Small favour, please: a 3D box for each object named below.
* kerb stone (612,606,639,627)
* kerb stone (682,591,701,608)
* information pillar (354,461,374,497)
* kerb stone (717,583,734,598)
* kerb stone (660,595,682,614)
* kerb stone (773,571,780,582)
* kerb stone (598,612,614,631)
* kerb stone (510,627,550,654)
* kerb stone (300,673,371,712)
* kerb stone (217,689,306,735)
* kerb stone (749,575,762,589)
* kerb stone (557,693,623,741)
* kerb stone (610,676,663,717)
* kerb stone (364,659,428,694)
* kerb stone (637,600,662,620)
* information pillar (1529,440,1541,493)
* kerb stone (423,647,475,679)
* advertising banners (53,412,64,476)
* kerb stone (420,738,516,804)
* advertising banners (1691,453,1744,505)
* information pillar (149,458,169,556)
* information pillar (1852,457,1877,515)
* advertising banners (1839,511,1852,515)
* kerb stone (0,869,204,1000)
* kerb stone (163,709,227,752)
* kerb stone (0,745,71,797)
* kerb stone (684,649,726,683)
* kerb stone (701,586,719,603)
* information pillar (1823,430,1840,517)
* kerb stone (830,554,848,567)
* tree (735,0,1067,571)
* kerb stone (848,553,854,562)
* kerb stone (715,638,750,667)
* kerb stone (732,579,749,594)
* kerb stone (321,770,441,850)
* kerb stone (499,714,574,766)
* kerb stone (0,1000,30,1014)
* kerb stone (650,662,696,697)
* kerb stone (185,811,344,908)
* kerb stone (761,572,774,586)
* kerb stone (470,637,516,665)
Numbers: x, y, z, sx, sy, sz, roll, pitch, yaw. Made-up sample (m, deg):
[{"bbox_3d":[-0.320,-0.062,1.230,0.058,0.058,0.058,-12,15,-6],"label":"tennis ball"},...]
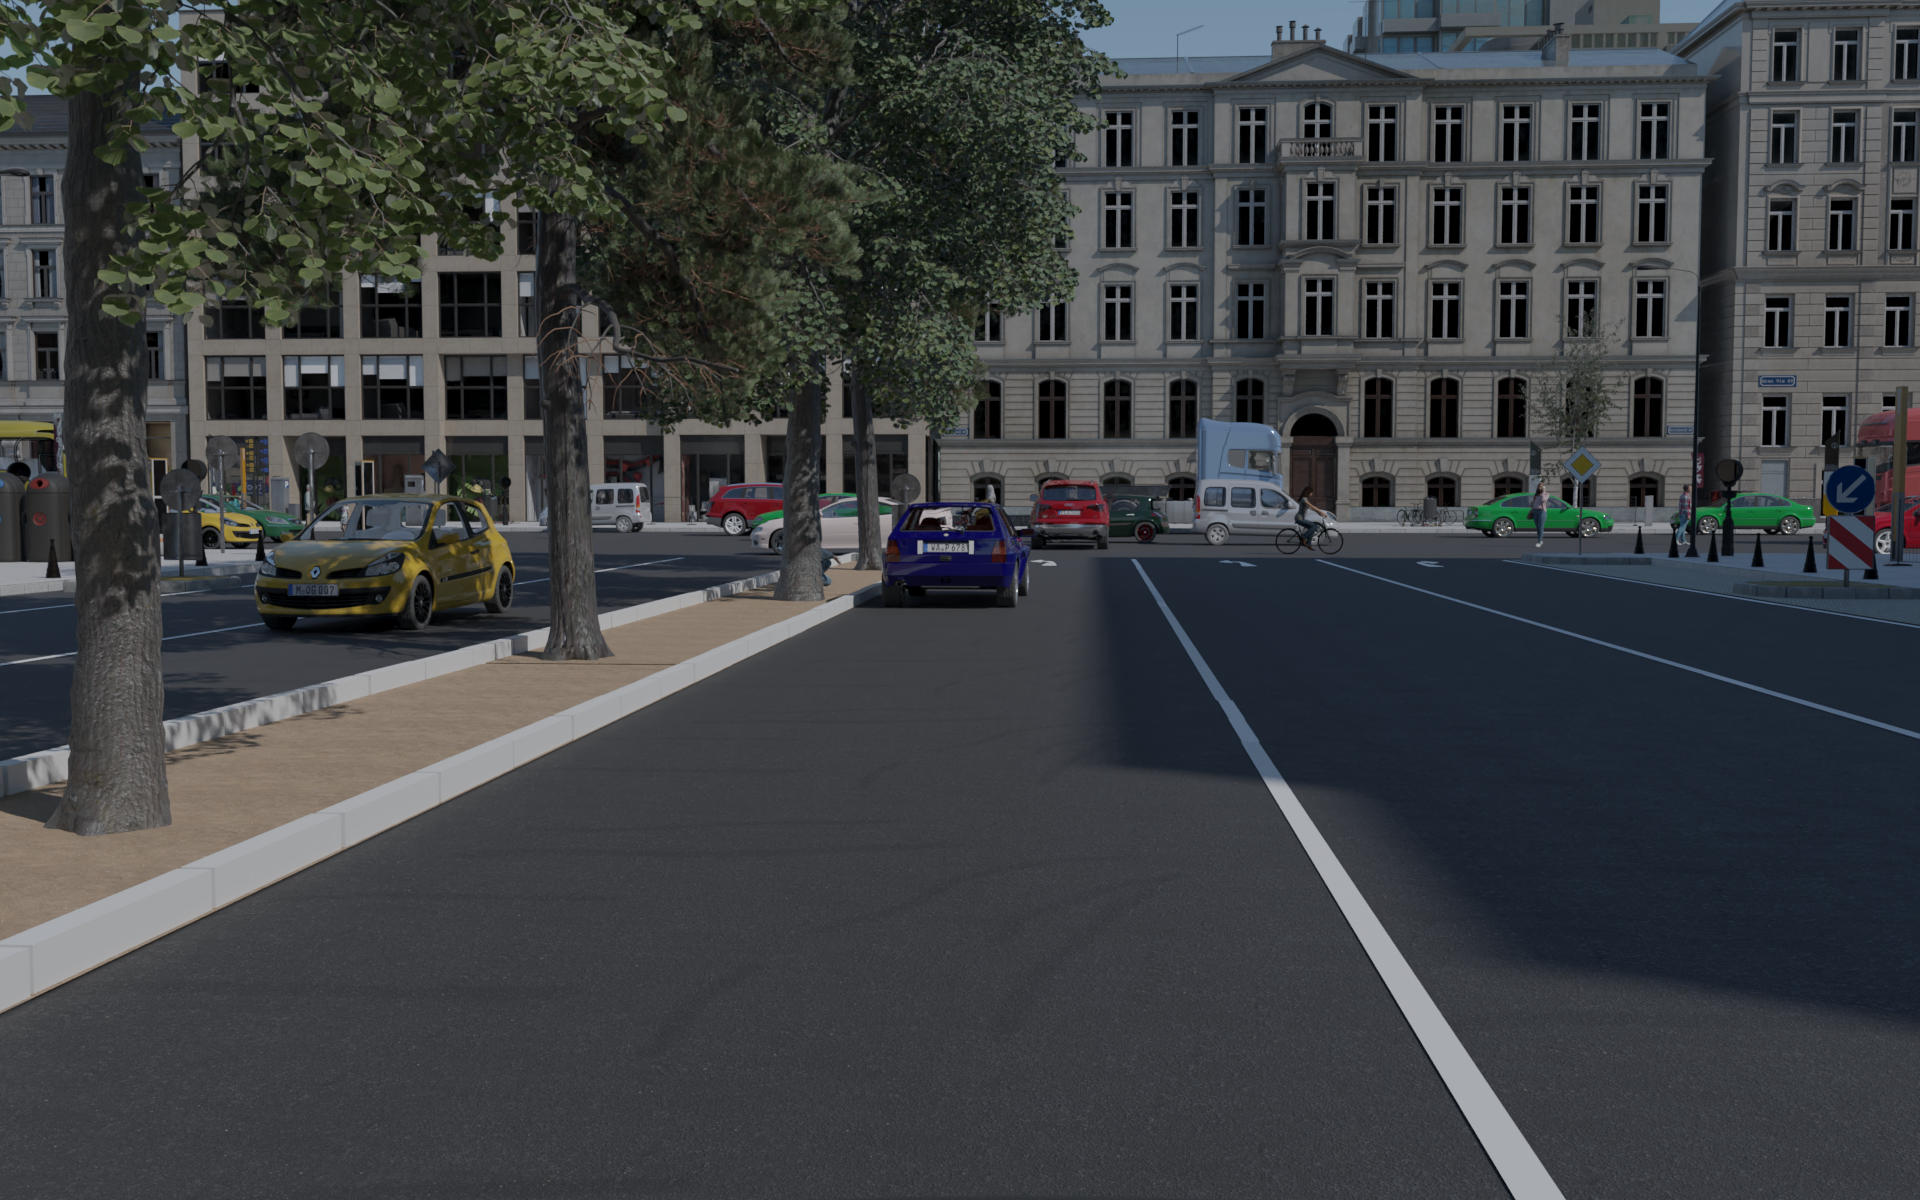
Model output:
[{"bbox_3d":[-3.726,0.199,18.947,0.120,0.150,1.000,0,4,4],"label":"kerb stone"},{"bbox_3d":[-3.493,0.010,22.026,0.120,0.150,1.000,0,4,4],"label":"kerb stone"},{"bbox_3d":[-13.138,-2.064,38.237,0.304,2.012,0.304,3,4,37],"label":"information pillar"},{"bbox_3d":[-3.342,-0.115,24.072,0.120,0.150,1.000,0,4,4],"label":"kerb stone"},{"bbox_3d":[-3.575,0.073,21.003,0.120,0.150,1.000,0,4,4],"label":"kerb stone"},{"bbox_3d":[-3.028,-0.365,28.167,0.120,0.150,1.000,0,4,4],"label":"kerb stone"},{"bbox_3d":[-3.809,0.262,17.919,0.120,0.150,1.000,0,4,4],"label":"kerb stone"},{"bbox_3d":[-3.970,0.388,15.858,0.120,0.150,1.000,0,4,4],"label":"kerb stone"},{"bbox_3d":[-4.282,0.641,11.756,0.120,0.150,1.000,0,4,4],"label":"kerb stone"},{"bbox_3d":[-4.355,0.701,10.732,0.120,0.150,1.000,0,4,4],"label":"kerb stone"},{"bbox_3d":[-3.175,-0.233,26.117,0.120,0.150,1.000,0,4,4],"label":"kerb stone"},{"bbox_3d":[-2.261,0.712,10.552,0.120,0.150,1.000,0,4,4],"label":"kerb stone"},{"bbox_3d":[-2.185,0.654,11.575,0.120,0.150,1.000,0,4,4],"label":"kerb stone"},{"bbox_3d":[-4.200,0.575,12.786,0.120,0.150,1.000,0,4,4],"label":"kerb stone"},{"bbox_3d":[-3.649,0.136,19.977,0.120,0.150,1.000,0,4,4],"label":"kerb stone"},{"bbox_3d":[24.890,-5.115,74.990,0.504,3.616,0.183,3,5,41],"label":"information pillar"},{"bbox_3d":[-4.122,0.518,13.810,0.120,0.150,1.000,0,4,4],"label":"kerb stone"},{"bbox_3d":[-18.766,-2.472,36.612,0.090,3.025,2.074,-3,5,-45],"label":"advertising banners"},{"bbox_3d":[-2.420,0.838,8.503,0.120,0.150,1.000,0,4,4],"label":"kerb stone"},{"bbox_3d":[31.894,-4.698,73.001,2.074,3.025,0.090,2,4,24],"label":"advertising banners"},{"bbox_3d":[-16.484,-1.907,35.671,0.304,2.012,0.304,-2,4,-32],"label":"information pillar"},{"bbox_3d":[17.810,-1.814,34.153,0.304,2.012,0.304,-2,4,-33],"label":"information pillar"},{"bbox_3d":[34.227,-4.227,65.295,2.074,3.025,0.090,2,4,23],"label":"advertising banners"},{"bbox_3d":[-2.658,1.025,5.430,0.120,0.150,1.000,0,4,4],"label":"kerb stone"},{"bbox_3d":[-4.431,0.764,9.708,0.120,0.150,1.000,0,4,4],"label":"kerb stone"},{"bbox_3d":[-4.514,0.827,8.679,0.120,0.150,1.000,0,4,4],"label":"kerb stone"},{"bbox_3d":[-2.028,0.524,13.620,0.120,0.150,1.000,0,4,4],"label":"kerb stone"},{"bbox_3d":[-3.415,-0.046,23.049,0.120,0.150,1.000,0,4,4],"label":"kerb stone"},{"bbox_3d":[32.113,-4.431,63.805,0.504,3.616,0.183,3,4,38],"label":"information pillar"},{"bbox_3d":[-2.474,-0.804,35.338,0.120,0.150,1.000,0,4,4],"label":"kerb stone"},{"bbox_3d":[-1.861,-7.488,32.316,7.806,13.903,7.818,0,3,0],"label":"tree"},{"bbox_3d":[-2.399,-0.865,36.361,0.120,0.150,1.000,0,4,4],"label":"kerb stone"},{"bbox_3d":[-1.956,0.462,14.644,0.120,0.150,1.000,0,4,4],"label":"kerb stone"},{"bbox_3d":[-3.256,-0.176,25.094,0.120,0.150,1.000,0,4,4],"label":"kerb stone"},{"bbox_3d":[-2.497,0.900,7.475,0.120,0.150,1.000,0,4,4],"label":"kerb stone"},{"bbox_3d":[-2.346,0.778,9.529,0.120,0.150,1.000,0,4,4],"label":"kerb stone"},{"bbox_3d":[-2.730,1.088,4.407,0.120,0.150,1.000,0,4,4],"label":"kerb stone"},{"bbox_3d":[-2.110,0.590,12.598,0.120,0.150,1.000,0,4,4],"label":"kerb stone"},{"bbox_3d":[-2.581,0.963,6.453,0.120,0.150,1.000,0,4,4],"label":"kerb stone"},{"bbox_3d":[-3.103,-0.301,27.140,0.120,0.150,1.000,0,4,4],"label":"kerb stone"},{"bbox_3d":[-4.050,0.452,14.835,0.120,0.150,1.000,0,4,4],"label":"kerb stone"}]
